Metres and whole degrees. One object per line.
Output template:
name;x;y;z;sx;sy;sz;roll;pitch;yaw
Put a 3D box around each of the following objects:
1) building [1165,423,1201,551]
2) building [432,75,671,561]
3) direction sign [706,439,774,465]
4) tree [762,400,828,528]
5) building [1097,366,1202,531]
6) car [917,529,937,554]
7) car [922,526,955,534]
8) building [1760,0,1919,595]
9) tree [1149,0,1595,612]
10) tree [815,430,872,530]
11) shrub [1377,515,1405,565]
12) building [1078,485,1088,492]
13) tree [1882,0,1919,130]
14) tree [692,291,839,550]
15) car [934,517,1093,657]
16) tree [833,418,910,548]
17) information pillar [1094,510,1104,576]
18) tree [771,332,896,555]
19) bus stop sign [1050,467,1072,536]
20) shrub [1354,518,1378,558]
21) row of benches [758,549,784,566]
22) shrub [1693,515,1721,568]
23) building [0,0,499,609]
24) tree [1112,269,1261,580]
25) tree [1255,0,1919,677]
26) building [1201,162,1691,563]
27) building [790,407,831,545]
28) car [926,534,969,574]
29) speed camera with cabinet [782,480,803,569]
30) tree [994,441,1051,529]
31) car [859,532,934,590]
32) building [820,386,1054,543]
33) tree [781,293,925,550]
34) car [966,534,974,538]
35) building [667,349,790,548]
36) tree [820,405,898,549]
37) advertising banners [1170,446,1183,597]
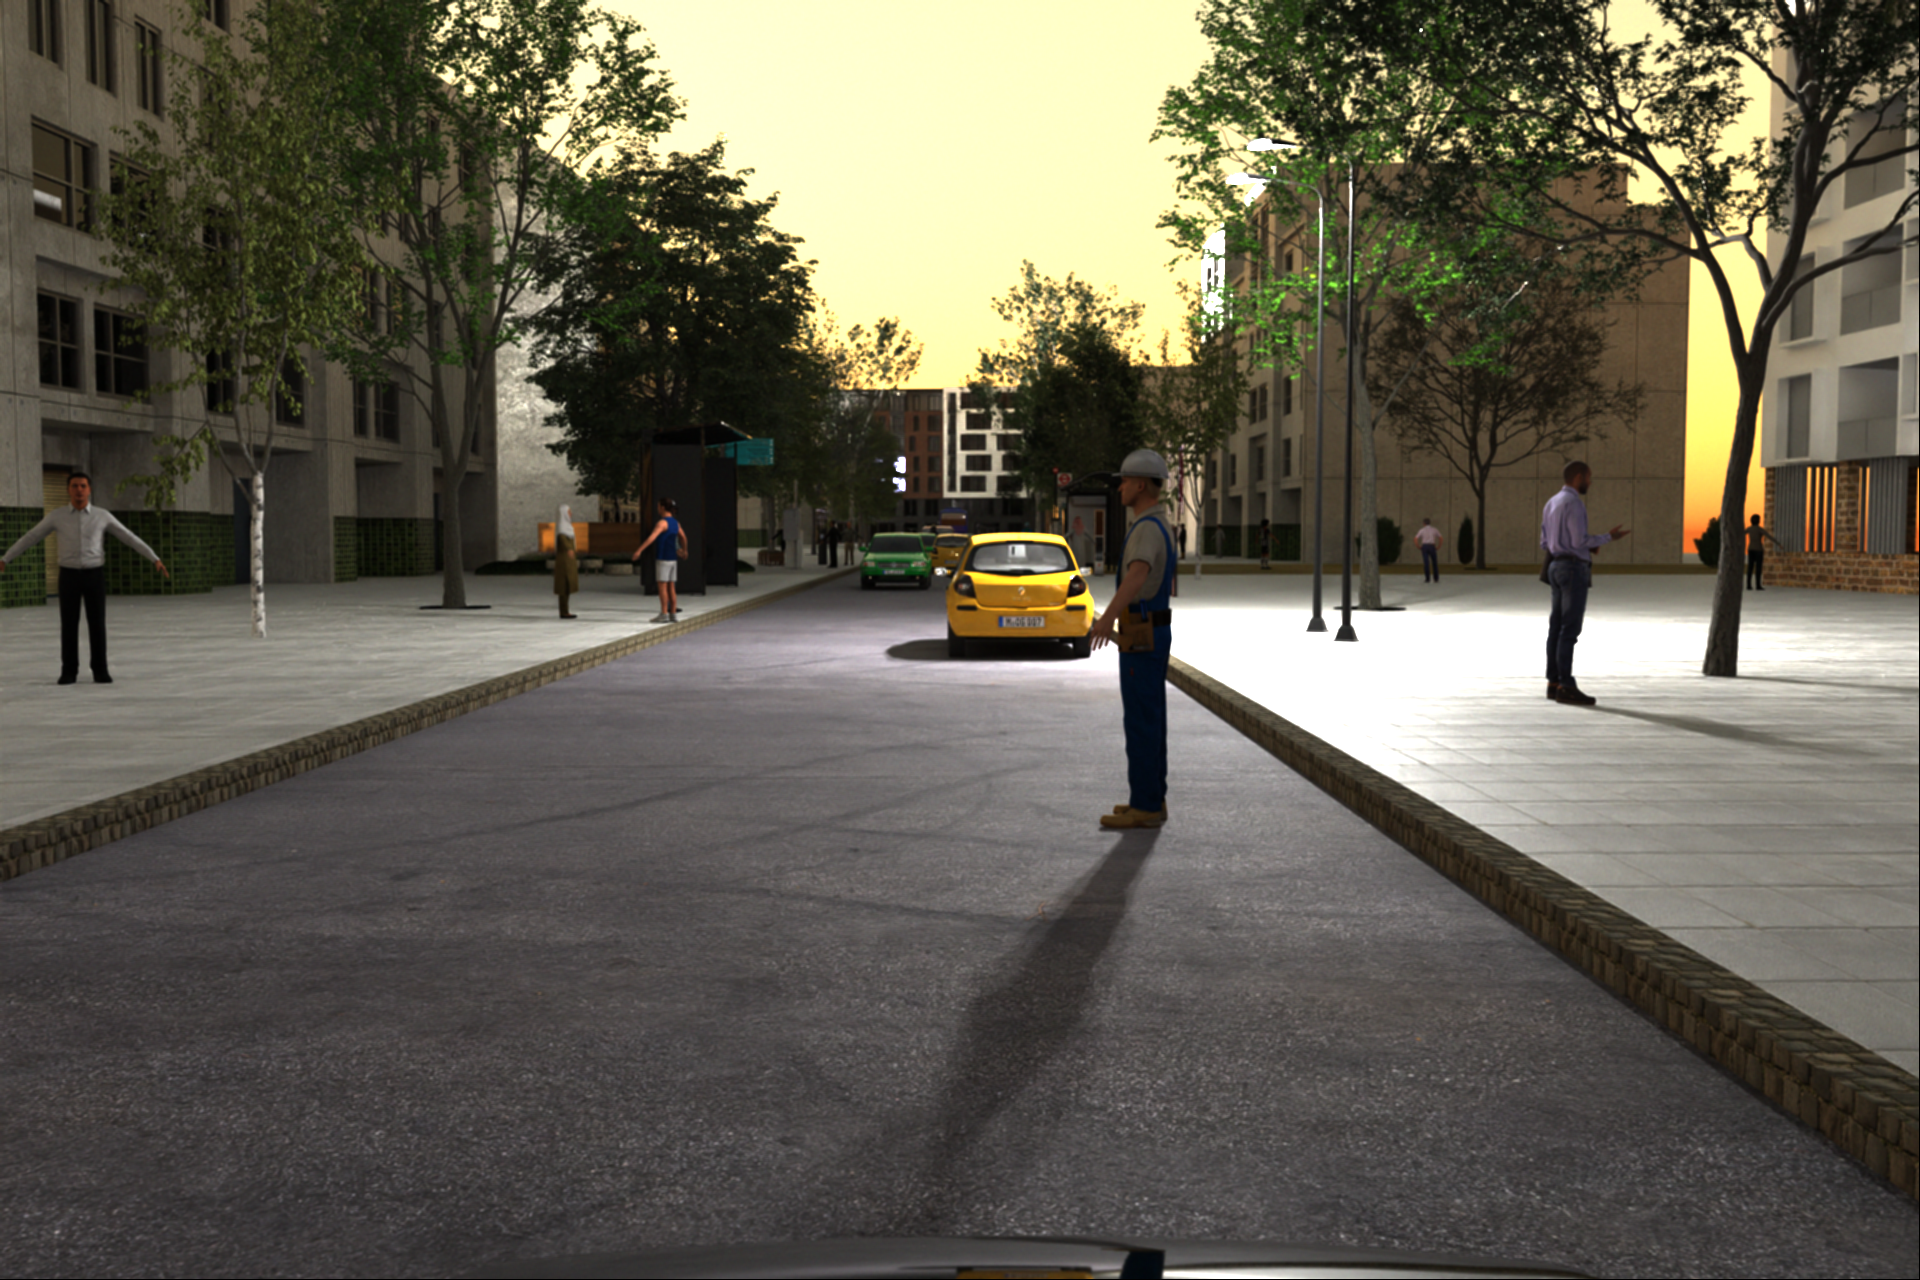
building;21.695;-11.583;131.534;9.099;9.664;28.070;0;4;0
building;-25.398;-15.643;86.691;19.493;23.208;18.063;0;4;0
direction sign;-5.901;-3.361;43.709;2.525;3.948;1.411;0;3;0
tree;-8.679;-8.547;90.108;4.737;8.622;4.395;0;3;0
building;24.051;-19.828;190.640;16.747;18.905;31.486;0;4;0
car;-1.608;-3.794;70.828;1.959;1.807;4.718;0;4;0
car;-1.045;-4.434;81.175;2.281;1.827;5.304;0;3;0
building;25.018;-11.275;40.767;16.016;20.090;11.380;0;3;0
tree;6.802;-6.316;29.025;9.928;11.665;9.643;0;3;0
tree;-8.234;-10.192;116.995;4.737;8.622;4.395;0;3;0
shrub;17.379;-4.104;71.146;1.661;2.075;1.752;0;3;0
building;23.464;-21.898;224.494;16.747;18.905;31.486;0;4;0
tree;6.357;-3.511;7.768;4.360;8.622;3.978;0;3;0
tree;-9.254;-9.962;81.011;7.486;12.596;7.792;0;3;0
car;0.680;-0.695;21.585;2.015;1.641;3.980;0;4;-1
tree;-8.335;-14.870;161.252;7.486;12.596;7.792;0;3;0
information pillar;4.247;-2.962;52.928;0.304;2.012;0.304;0;4;0
tree;-8.962;-11.967;106.035;12.009;13.543;11.850;0;3;0
bus stop sign;4.042;-4.927;69.267;0.855;3.939;0.416;0;4;-1
shrub;17.797;-4.297;74.301;1.661;2.075;1.752;0;3;0
row of benches;-7.763;-3.402;71.087;1.422;0.672;4.104;-1;4;-13
shrub;28.567;-3.721;65.265;1.690;2.028;1.600;0;3;0
building;-24.694;-10.902;44.701;16.747;18.905;31.486;0;4;0
tree;6.601;-6.010;48.621;4.737;8.622;4.395;0;3;0
tree;6.839;-4.930;15.021;8.767;10.594;7.601;0;4;3
building;23.332;-13.747;91.217;16.747;18.905;31.486;0;4;0
building;-26.175;-23.332;212.414;19.493;23.208;18.063;0;4;0
car;-0.261;-3.246;63.290;2.015;1.641;3.980;0;4;0
speed camera with cabinet;-6.161;-4.247;63.781;0.660;3.252;2.038;0;3;0
tree;6.634;-13.687;158.197;7.601;10.594;8.767;-3;4;-38
car;-1.669;-2.271;45.920;1.959;1.807;4.718;0;3;0
building;-3.008;-24.804;251.981;32.646;21.610;27.936;0;4;6
tree;-10.041;-17.230;137.606;12.611;20.169;13.585;0;3;0
car;0.399;-6.972;125.791;2.131;1.459;4.920;0;4;-1
building;-27.639;-19.231;180.891;16.747;18.905;31.486;0;4;0
tree;-9.169;-14.290;151.776;7.486;12.596;7.792;0;3;0
advertising banners;4.400;-2.405;35.510;0.090;3.025;2.074;0;3;0
